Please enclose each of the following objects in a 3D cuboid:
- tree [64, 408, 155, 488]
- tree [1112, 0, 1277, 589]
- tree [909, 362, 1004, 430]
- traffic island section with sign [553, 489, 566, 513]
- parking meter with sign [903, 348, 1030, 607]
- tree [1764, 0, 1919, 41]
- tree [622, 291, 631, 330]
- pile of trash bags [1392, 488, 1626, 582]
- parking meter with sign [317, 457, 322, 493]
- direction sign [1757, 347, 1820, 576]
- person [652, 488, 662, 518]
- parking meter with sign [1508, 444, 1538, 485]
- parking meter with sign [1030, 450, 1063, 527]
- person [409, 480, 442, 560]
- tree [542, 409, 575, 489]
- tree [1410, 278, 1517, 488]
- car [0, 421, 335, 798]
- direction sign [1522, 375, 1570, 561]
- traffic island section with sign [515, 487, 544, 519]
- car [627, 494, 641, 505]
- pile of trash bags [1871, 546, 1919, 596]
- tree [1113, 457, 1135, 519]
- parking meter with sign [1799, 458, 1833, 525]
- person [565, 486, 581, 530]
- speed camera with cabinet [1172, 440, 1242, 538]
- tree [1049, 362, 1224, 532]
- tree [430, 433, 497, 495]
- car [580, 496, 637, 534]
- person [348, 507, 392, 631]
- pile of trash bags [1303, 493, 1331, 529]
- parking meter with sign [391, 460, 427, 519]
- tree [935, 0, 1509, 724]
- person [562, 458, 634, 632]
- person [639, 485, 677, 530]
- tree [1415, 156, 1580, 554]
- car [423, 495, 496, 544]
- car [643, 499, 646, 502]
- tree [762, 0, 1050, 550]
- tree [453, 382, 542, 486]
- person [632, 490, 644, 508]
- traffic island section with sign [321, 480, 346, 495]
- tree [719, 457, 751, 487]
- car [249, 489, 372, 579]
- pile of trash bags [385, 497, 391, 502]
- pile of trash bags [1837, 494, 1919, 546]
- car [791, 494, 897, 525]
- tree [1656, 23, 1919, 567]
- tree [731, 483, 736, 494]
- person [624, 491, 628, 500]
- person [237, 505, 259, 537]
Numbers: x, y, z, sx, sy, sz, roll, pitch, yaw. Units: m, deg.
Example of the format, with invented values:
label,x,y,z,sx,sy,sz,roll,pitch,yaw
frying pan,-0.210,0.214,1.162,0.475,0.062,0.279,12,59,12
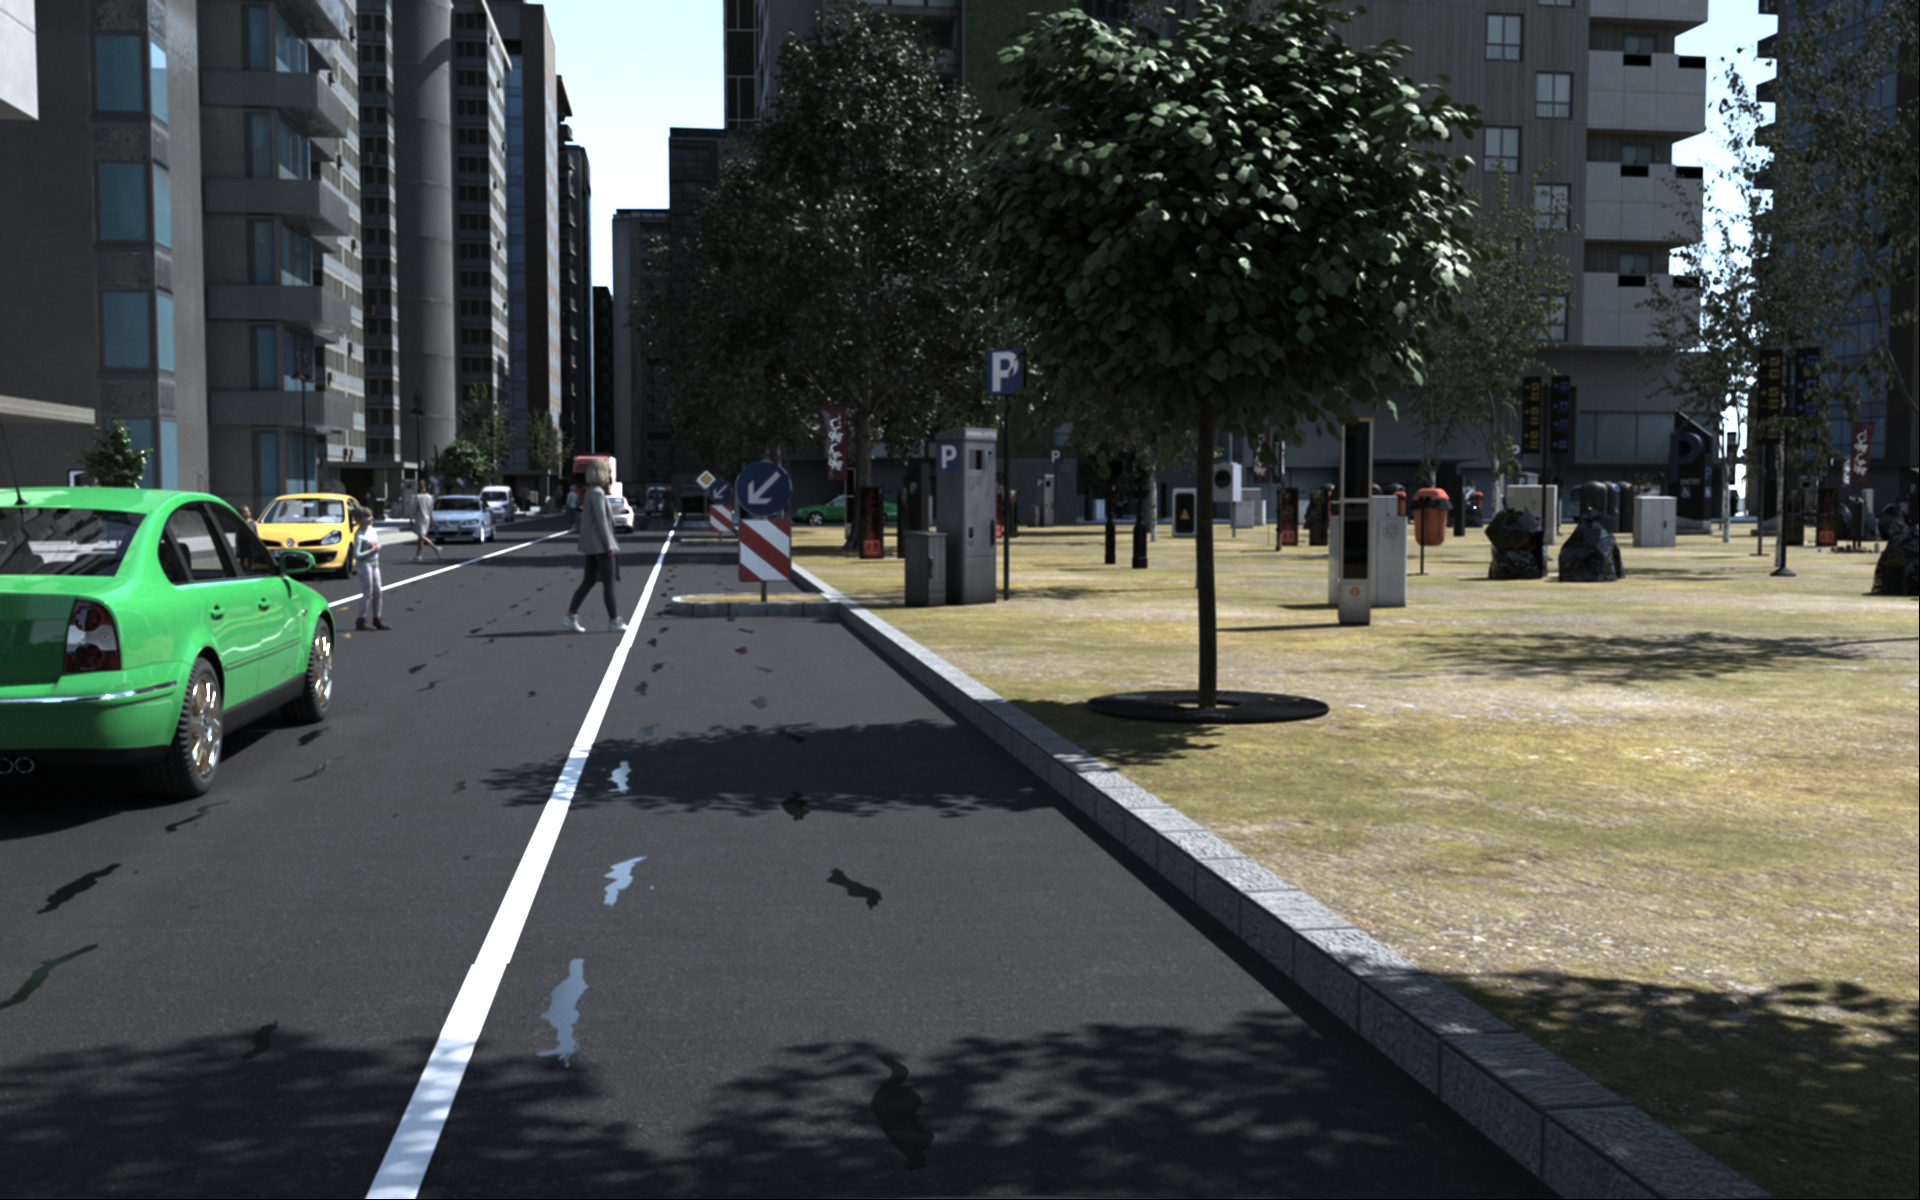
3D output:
label,x,y,z,sx,sy,sz,roll,pitch,yaw
tree,-18.877,-2.711,38.919,1.663,3.219,1.824,0,3,0
tree,3.401,-4.473,23.504,4.360,8.622,3.978,0,3,0
tree,-0.088,-7.143,67.153,4.737,8.622,4.395,0,3,0
traffic island section with sign,-29.786,-7.349,128.792,1.989,1.847,2.006,-1,4,-9
parking meter with sign,0.049,-1.465,20.221,0.543,3.016,1.738,3,4,38
tree,8.886,-3.984,15.507,4.360,8.622,3.978,0,3,0
tree,-6.069,-8.529,56.451,9.611,12.733,9.660,0,3,0
pile of trash bags,8.569,-1.043,26.801,3.447,1.369,1.912,3,5,41
parking meter with sign,-30.444,-5.158,80.591,0.543,3.016,1.738,1,4,16
direction sign,12.913,-2.145,27.068,0.876,3.537,0.379,3,4,38
person,-18.243,-5.855,104.255,0.654,1.822,0.581,0,4,-8
parking meter with sign,19.968,-3.952,60.869,1.738,3.016,0.543,-3,5,-39
parking meter with sign,3.269,-4.341,67.239,0.543,3.016,1.738,3,4,37
person,-11.530,-1.717,37.325,0.760,1.731,0.466,0,4,1
tree,-34.888,-11.971,146.089,4.737,8.622,4.395,0,3,0
tree,15.482,-6.452,55.850,4.360,8.622,3.978,0,3,0
car,-4.656,-0.037,9.396,1.959,1.807,4.718,-1,4,-9
direction sign,11.259,-2.529,33.346,0.876,3.537,0.379,2,4,31
traffic island section with sign,-25.553,-5.702,101.862,1.989,1.847,2.006,-1,4,-9
car,-42.534,-13.051,225.384,2.014,1.417,4.499,0,4,-7
pile of trash bags,13.505,-0.732,21.714,3.447,1.369,1.912,0,3,0
tree,8.198,-5.707,87.917,1.663,3.219,1.824,0,3,0
parking meter with sign,35.611,-4.675,72.690,1.738,3.016,0.543,3,4,36
person,-15.626,-3.739,70.116,0.515,1.767,0.782,2,4,27
speed camera with cabinet,7.295,-3.482,51.272,2.038,3.252,0.660,3,4,37
tree,5.916,-8.545,57.832,7.486,12.596,7.792,0,3,0
tree,-27.931,-6.962,97.542,4.285,4.588,4.351,0,3,0
car,-13.035,-3.166,64.131,2.083,1.381,4.827,-1,4,-10
person,-6.197,-0.333,18.216,0.394,1.301,0.425,0,4,-3
pile of trash bags,13.541,-3.292,63.570,1.912,1.369,3.447,1,4,12
parking meter with sign,-28.124,-5.630,88.309,1.738,3.016,0.543,-3,5,-40
tree,1.479,-1.627,10.311,4.285,4.588,4.351,0,3,0
person,-3.791,-0.572,18.036,0.728,1.800,0.709,-1,4,-20
person,-12.096,-3.725,69.622,1.509,1.804,0.699,1,4,12
tree,11.306,-5.301,37.033,4.737,8.622,4.395,0,3,0
car,-14.724,-2.379,50.903,2.014,1.417,4.499,0,4,-8
car,-29.644,-9.482,167.615,1.945,1.354,3.894,-1,4,-11
tree,-2.166,-7.532,40.164,9.611,12.733,9.660,0,3,0
tree,-30.724,-9.931,112.734,4.737,8.622,4.395,0,3,0
person,-32.918,-10.314,177.221,1.350,1.814,0.705,-1,4,-18
traffic island section with sign,-16.859,-2.317,46.503,1.989,1.847,2.006,-1,4,-9
tree,-12.207,-7.132,100.319,4.285,4.588,4.351,0,3,0
car,-11.341,-1.227,30.286,2.015,1.641,3.980,-1,4,-10
pile of trash bags,-37.245,-6.420,114.716,3.447,1.369,1.912,-3,4,-36
pile of trash bags,25.140,-2.291,47.207,1.912,1.369,3.447,-1,4,-10
car,-4.972,-4.075,75.417,4.718,1.807,1.959,-1,4,-10
tree,14.200,-4.876,30.079,4.360,8.622,3.978,0,3,0
tree,-20.763,-9.789,154.655,1.663,3.219,1.824,0,3,0
person,-32.800,-9.812,169.648,0.721,1.743,1.217,-3,5,-39
person,-11.158,-0.854,27.130,0.362,1.253,0.373,-2,4,-31
